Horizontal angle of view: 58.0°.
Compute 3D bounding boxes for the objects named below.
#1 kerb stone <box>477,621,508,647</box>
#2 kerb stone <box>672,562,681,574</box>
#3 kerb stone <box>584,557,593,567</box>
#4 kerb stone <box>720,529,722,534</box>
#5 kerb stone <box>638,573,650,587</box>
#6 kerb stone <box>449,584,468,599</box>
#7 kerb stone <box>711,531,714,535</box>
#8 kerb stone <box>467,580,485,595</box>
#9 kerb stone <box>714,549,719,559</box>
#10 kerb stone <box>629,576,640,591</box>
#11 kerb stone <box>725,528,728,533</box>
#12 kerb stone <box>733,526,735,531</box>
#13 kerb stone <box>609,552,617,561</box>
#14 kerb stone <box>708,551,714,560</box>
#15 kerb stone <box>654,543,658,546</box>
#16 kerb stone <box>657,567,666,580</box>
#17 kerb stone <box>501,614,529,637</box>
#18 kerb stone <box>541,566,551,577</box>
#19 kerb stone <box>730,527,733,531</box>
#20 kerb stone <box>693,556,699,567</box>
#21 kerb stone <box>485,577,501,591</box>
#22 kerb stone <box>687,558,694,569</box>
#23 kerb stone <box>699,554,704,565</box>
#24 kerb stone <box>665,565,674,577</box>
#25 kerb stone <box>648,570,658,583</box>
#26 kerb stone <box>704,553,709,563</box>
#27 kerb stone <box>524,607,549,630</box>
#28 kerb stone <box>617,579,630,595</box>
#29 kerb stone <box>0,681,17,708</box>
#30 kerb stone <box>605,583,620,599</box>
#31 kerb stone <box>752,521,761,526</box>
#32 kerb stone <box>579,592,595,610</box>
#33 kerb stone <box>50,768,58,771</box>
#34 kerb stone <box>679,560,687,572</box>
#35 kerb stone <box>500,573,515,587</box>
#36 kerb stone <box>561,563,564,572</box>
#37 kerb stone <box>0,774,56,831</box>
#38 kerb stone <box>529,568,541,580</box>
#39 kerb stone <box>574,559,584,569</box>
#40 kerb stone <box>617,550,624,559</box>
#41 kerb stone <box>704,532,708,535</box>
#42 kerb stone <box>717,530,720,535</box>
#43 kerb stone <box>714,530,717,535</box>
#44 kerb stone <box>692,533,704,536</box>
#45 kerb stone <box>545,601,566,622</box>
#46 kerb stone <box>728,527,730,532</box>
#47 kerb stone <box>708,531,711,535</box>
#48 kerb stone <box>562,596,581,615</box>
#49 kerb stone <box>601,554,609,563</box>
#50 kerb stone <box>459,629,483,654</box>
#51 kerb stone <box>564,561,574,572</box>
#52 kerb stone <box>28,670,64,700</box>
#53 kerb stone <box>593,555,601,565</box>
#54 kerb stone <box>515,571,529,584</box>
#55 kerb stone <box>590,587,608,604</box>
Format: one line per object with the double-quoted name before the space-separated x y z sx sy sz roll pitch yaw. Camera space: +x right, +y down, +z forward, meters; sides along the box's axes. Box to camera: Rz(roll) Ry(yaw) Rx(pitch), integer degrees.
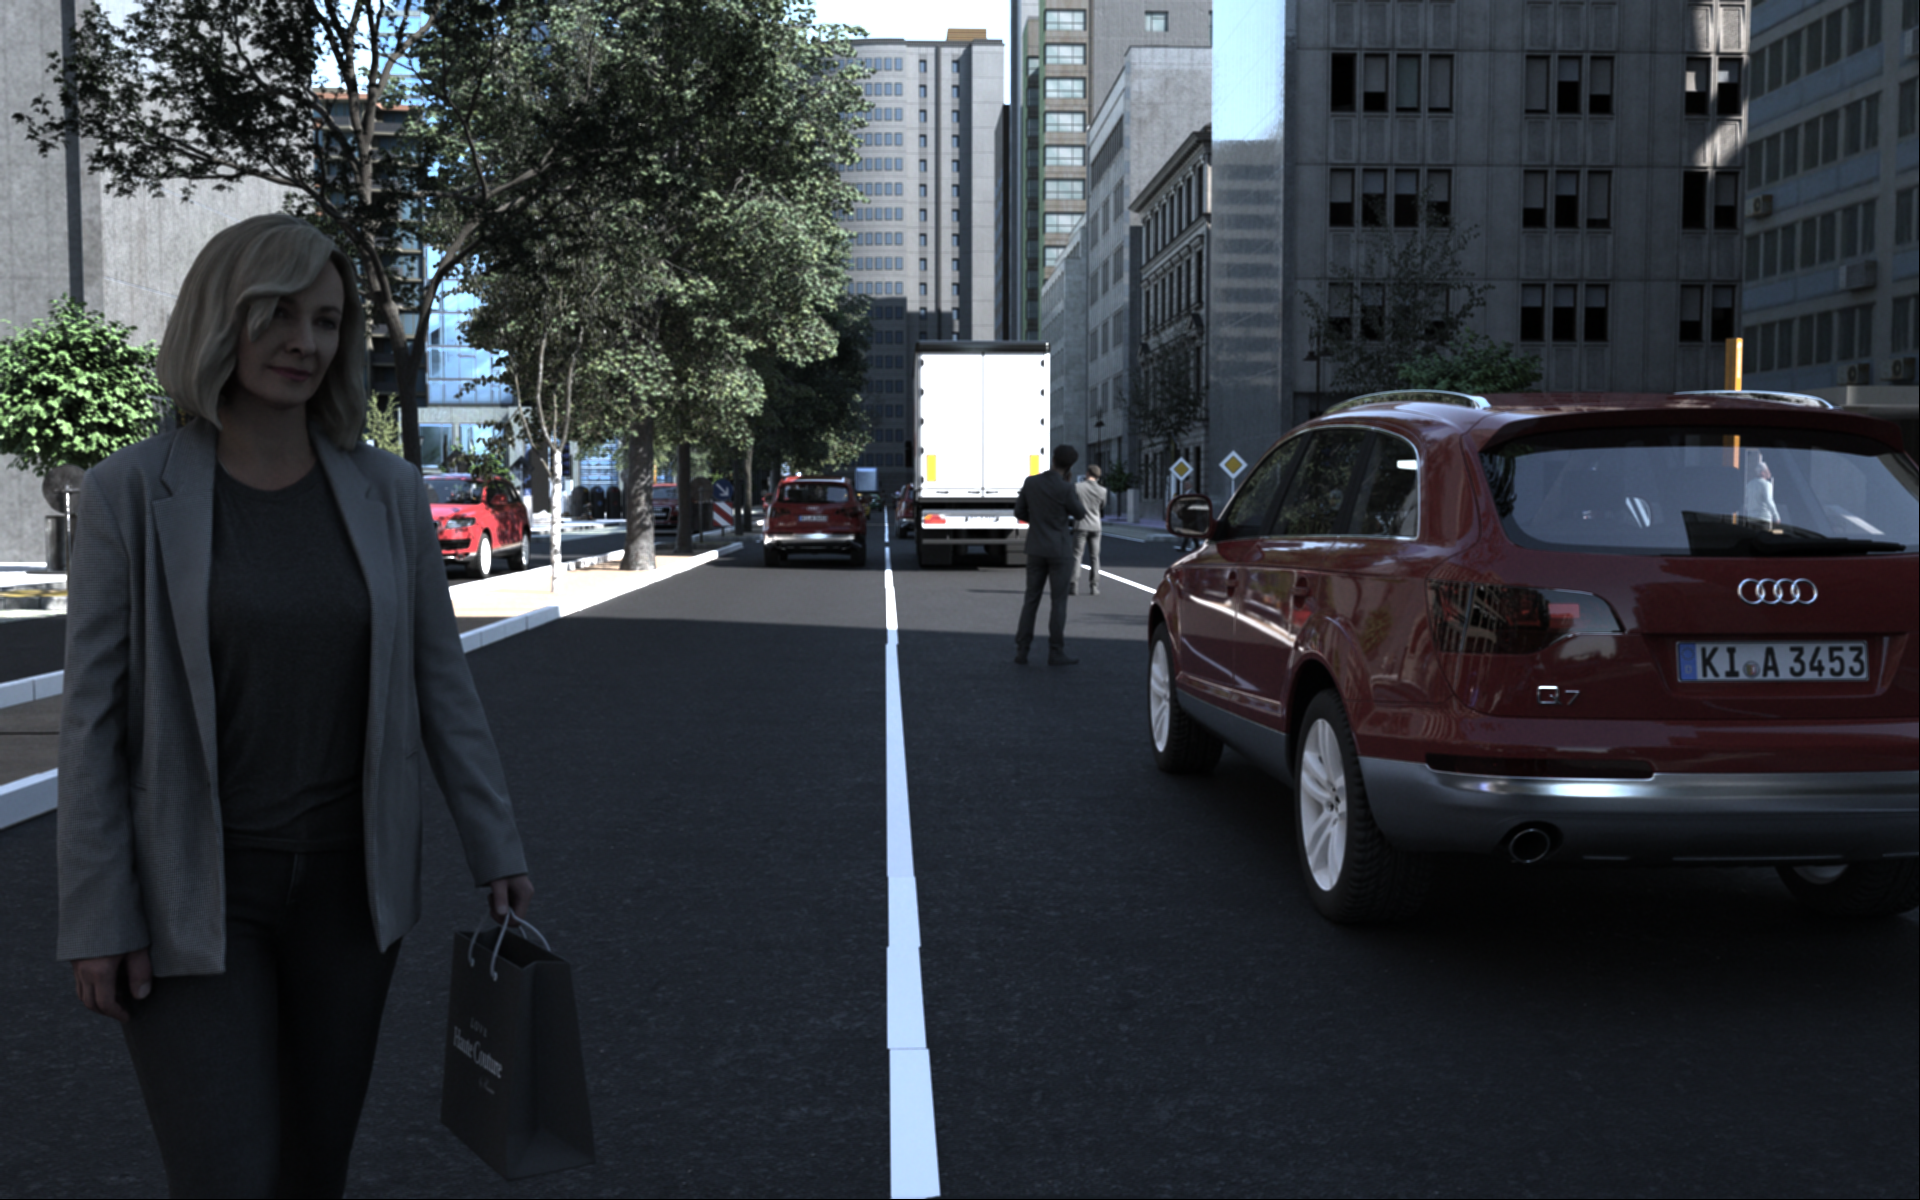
"kerb stone" -4.551 0.338 16.674 0.120 0.150 1.000 0 4 -2
"kerb stone" -5.173 -0.541 31.033 0.120 0.150 1.000 0 4 -2
"kerb stone" -7.400 -0.718 33.960 0.120 0.150 1.000 0 4 -2
"kerb stone" -8.577 -2.382 61.148 0.120 0.150 1.000 0 4 -2
"kerb stone" -4.988 -0.289 26.924 0.120 0.150 1.000 0 4 -2
"kerb stone" -6.953 -0.092 23.725 0.120 0.150 1.000 0 4 -2
"kerb stone" -8.441 -2.194 58.061 0.120 0.150 1.000 0 4 -2
"kerb stone" -7.001 -0.156 24.746 0.120 0.150 1.000 0 4 -2
"kerb stone" -5.478 -0.978 38.190 0.120 0.150 1.000 0 4 -2
"kerb stone" -4.948 -0.221 25.895 0.120 0.150 1.000 0 4 -2
"kerb stone" -8.667 -2.507 63.193 0.120 0.150 1.000 0 4 -2
"kerb stone" -8.802 -2.695 66.263 0.120 0.150 1.000 0 4 -2
"kerb stone" -7.527 -0.903 37.036 0.120 0.150 1.000 0 4 -2
"kerb stone" -5.437 -0.913 37.170 0.120 0.150 1.000 0 4 -2
"kerb stone" -7.885 -1.409 45.228 0.120 0.150 1.000 0 4 -2
"kerb stone" -5.077 -0.410 28.975 0.120 0.150 1.000 0 4 -2
"kerb stone" -4.596 0.275 17.695 0.120 0.150 1.000 0 4 -2
"kerb stone" -7.226 -0.466 29.853 0.120 0.150 1.000 0 4 -2
"kerb stone" -8.752 -2.632 65.235 0.120 0.150 1.000 0 4 -2
"kerb stone" -5.304 -0.728 34.102 0.120 0.150 1.000 0 4 -2
"kerb stone" -7.043 -0.219 25.769 0.120 0.150 1.000 0 4 -2
"kerb stone" -5.250 -0.665 33.081 0.120 0.150 1.000 0 4 -2
"kerb stone" -5.347 -0.791 35.123 0.120 0.150 1.000 0 4 -2
"kerb stone" -5.121 -0.477 30.000 0.120 0.150 1.000 0 4 -2
"kerb stone" -5.038 -0.348 27.945 0.120 0.150 1.000 0 4 -2
"kerb stone" -5.393 -0.853 36.148 0.120 0.150 1.000 0 4 -2
"kerb stone" -4.632 0.212 18.726 0.120 0.150 1.000 0 4 -2
"kerb stone" -4.906 -0.163 24.873 0.120 0.150 1.000 0 4 -2
"kerb stone" -6.427 0.659 11.438 0.120 0.150 1.000 0 4 -2
"kerb stone" -4.857 -0.101 23.852 0.120 0.150 1.000 0 4 -2
"kerb stone" -9.376 -3.506 79.578 0.120 0.150 1.000 0 4 -2
"kerb stone" -4.766 0.030 21.804 0.120 0.150 1.000 0 4 -2
"kerb stone" -4.189 0.842 8.475 0.120 0.150 1.000 0 4 -2
"kerb stone" -5.212 -0.600 32.060 0.120 0.150 1.000 0 4 -2
"kerb stone" -7.092 -0.281 26.790 0.120 0.150 1.000 0 4 -2
"kerb stone" -7.265 -0.528 30.880 0.120 0.150 1.000 0 4 -2
"kerb stone" -4.148 0.902 7.453 0.120 0.150 1.000 0 4 -2
"kerb stone" -7.182 -0.398 28.832 0.120 0.150 1.000 0 4 -2
"kerb stone" -7.351 -0.657 32.937 0.120 0.150 1.000 0 4 -2
"kerb stone" -7.574 -0.970 38.057 0.120 0.150 1.000 0 4 -2
"kerb stone" -8.349 -2.069 56.019 0.120 0.150 1.000 0 4 -2
"kerb stone" -8.532 -2.317 60.115 0.120 0.150 1.000 0 4 -2
"kerb stone" -8.485 -2.256 59.089 0.120 0.150 1.000 0 4 -2
"kerb stone" -8.308 -2.004 54.994 0.120 0.150 1.000 0 4 -2
"kerb stone" -4.678 0.152 19.747 0.120 0.150 1.000 0 4 -2
"kerb stone" -8.711 -2.570 64.214 0.120 0.150 1.000 0 4 -2
"kerb stone" -8.402 -2.131 57.040 0.120 0.150 1.000 0 4 -2
"kerb stone" -4.728 0.087 20.777 0.120 0.150 1.000 0 4 -2
"kerb stone" -7.484 -0.844 36.015 0.120 0.150 1.000 0 4 -2
"kerb stone" -4.507 0.401 15.646 0.120 0.150 1.000 0 4 -2
"kerb stone" -7.310 -0.594 31.912 0.120 0.150 1.000 0 4 -2
"kerb stone" -6.471 0.596 12.459 0.120 0.150 1.000 0 4 -2
"kerb stone" -7.448 -0.777 34.989 0.120 0.150 1.000 0 4 -2
"kerb stone" -7.131 -0.343 27.811 0.120 0.150 1.000 0 4 -2
"kerb stone" -4.815 -0.038 22.824 0.120 0.150 1.000 0 4 -2
